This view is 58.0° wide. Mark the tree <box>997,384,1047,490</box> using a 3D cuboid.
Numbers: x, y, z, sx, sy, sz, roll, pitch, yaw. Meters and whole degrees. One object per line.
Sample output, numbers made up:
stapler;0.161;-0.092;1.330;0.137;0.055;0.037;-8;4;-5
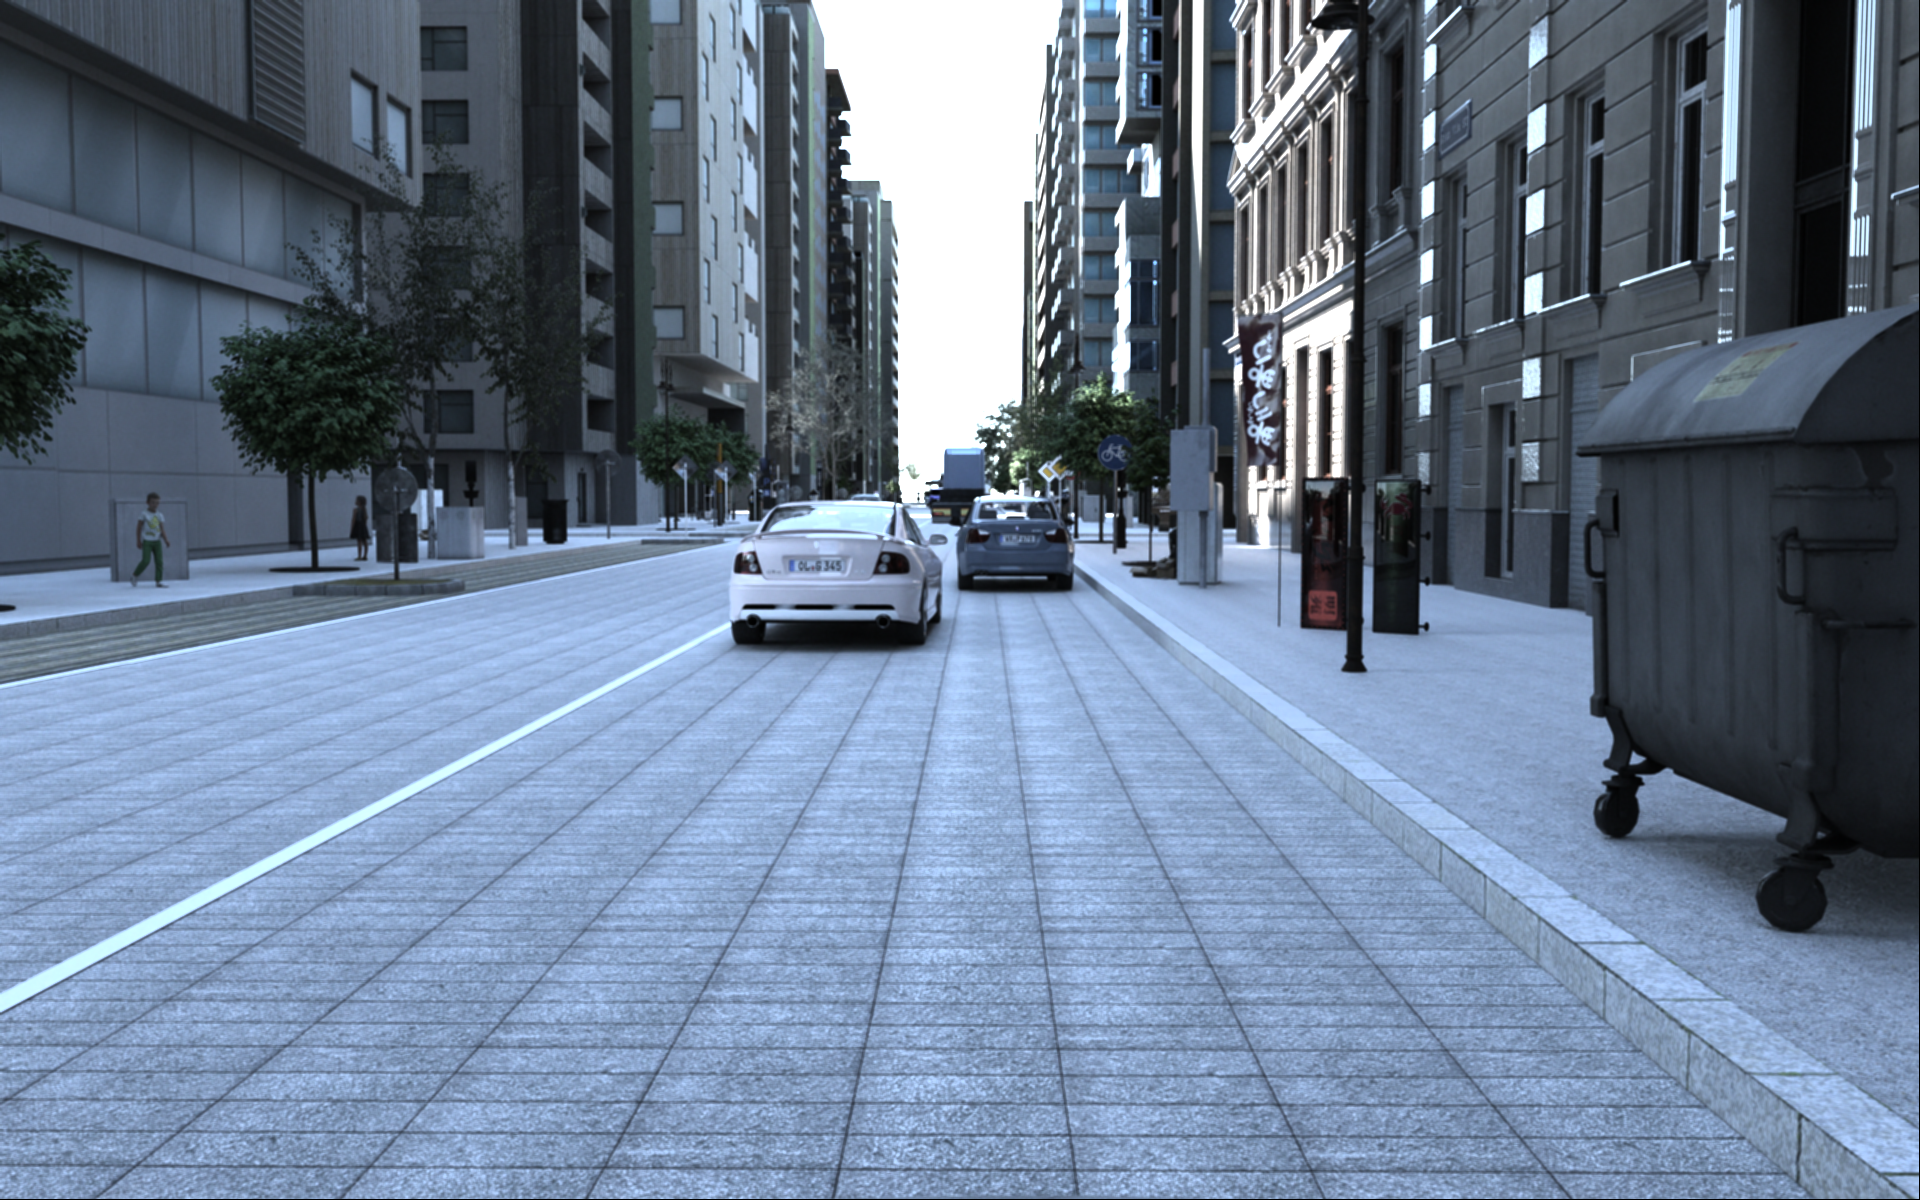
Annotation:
tree;4.263;-10.094;115.392;4.360;8.622;3.978;0;3;0

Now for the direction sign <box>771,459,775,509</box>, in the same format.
direction sign;-11.990;-7.277;110.972;0.379;3.537;0.876;1;4;9

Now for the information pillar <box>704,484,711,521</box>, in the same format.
information pillar;-12.160;-4.832;83.502;0.304;2.012;0.304;0;4;-3

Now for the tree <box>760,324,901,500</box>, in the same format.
tree;-9.259;-13.189;126.006;12.009;13.543;11.850;0;3;0

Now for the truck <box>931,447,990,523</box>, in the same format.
truck;0.055;-6.341;93.432;2.967;4.110;18.799;0;4;2

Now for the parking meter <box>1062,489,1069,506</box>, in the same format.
parking meter;5.597;-5.116;92.065;0.372;1.533;0.369;0;3;0

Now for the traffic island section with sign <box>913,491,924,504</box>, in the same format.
traffic island section with sign;-5.677;-14.171;240.316;1.989;1.847;2.006;0;4;1

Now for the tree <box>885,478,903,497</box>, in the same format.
tree;-8.338;-13.135;209.353;1.663;3.219;1.824;0;3;0

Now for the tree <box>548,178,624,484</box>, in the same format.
tree;-10.189;-5.488;40.091;4.360;8.622;3.978;0;3;0

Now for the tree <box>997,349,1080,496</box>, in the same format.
tree;4.532;-8.483;89.055;4.737;8.622;4.395;0;3;0

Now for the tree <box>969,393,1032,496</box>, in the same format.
tree;5.767;-19.145;219.672;9.857;13.997;8.962;0;3;0

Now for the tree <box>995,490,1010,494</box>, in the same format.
tree;6.772;-17.971;288.428;1.663;3.219;1.824;0;3;0

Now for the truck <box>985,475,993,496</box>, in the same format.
truck;3.105;-15.113;236.011;2.839;4.237;11.283;0;4;1

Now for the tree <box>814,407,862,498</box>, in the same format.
tree;-9.930;-11.524;138.782;4.360;8.622;3.978;0;3;0

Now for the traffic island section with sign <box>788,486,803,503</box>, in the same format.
traffic island section with sign;-7.634;-4.404;80.632;1.989;1.847;2.006;0;4;1

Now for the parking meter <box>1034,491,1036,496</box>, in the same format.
parking meter;5.164;-6.660;117.304;0.372;1.533;0.369;0;3;0

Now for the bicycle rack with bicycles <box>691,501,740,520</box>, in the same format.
bicycle rack with bicycles;-12.038;-4.399;85.307;2.852;0.926;2.925;0;4;1

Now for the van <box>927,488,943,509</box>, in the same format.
van;-2.039;-10.284;172.535;2.240;2.365;5.245;0;4;2

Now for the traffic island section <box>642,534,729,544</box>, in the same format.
traffic island section;-8.003;-1.719;50.383;2.009;0.180;2.903;0;4;1

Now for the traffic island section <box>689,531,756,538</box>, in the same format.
traffic island section;-7.904;-2.207;58.367;2.009;0.180;2.903;0;4;1

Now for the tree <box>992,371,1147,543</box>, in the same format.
tree;3.807;-3.788;45.651;4.285;4.588;4.351;0;3;0

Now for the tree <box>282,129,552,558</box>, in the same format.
tree;-10.774;-5.131;34.258;4.360;8.622;3.978;0;3;0

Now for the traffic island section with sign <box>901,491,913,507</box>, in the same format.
traffic island section with sign;-6.345;-10.810;185.374;1.989;1.847;2.006;0;4;1

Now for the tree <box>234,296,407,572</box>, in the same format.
tree;-10.819;-2.772;29.043;4.285;4.588;4.351;0;3;0

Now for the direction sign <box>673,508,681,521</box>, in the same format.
direction sign;-13.456;-5.518;82.222;0.876;3.537;0.379;0;4;7

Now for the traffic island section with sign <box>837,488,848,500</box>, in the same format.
traffic island section with sign;-7.303;-6.092;108.224;1.989;1.847;2.006;0;4;1

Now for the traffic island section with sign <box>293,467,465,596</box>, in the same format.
traffic island section with sign;-8.318;-1.008;25.110;1.989;1.847;2.006;0;4;1

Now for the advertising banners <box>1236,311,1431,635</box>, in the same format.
advertising banners;3.469;-1.231;16.317;2.074;3.025;0.090;3;5;43

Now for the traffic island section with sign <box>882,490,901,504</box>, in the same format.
traffic island section with sign;-6.683;-9.139;158.053;1.989;1.847;2.006;0;4;1

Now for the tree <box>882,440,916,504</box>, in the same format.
tree;-8.393;-17.119;230.255;4.360;8.622;3.978;0;3;0

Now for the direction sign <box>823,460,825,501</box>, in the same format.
direction sign;-8.911;-7.451;113.818;0.379;3.537;0.876;0;4;2

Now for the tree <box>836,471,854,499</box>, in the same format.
tree;-9.734;-9.288;146.453;1.663;3.219;1.824;0;3;0

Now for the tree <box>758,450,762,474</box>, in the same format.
tree;-10.350;-5.635;75.848;4.285;4.588;4.351;0;3;0

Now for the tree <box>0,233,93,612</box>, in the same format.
tree;-11.161;-2.142;18.729;4.285;4.588;4.351;0;3;0

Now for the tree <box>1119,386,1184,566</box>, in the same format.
tree;3.388;-2.228;31.032;1.663;3.219;1.824;0;3;0

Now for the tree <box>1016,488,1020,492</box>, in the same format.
tree;6.059;-10.706;169.640;1.663;3.219;1.824;0;3;0

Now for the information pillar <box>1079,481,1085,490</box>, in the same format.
information pillar;6.795;-5.626;96.484;0.304;2.012;0.304;2;4;25

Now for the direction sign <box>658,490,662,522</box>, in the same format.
direction sign;-13.935;-5.372;79.835;0.379;3.537;0.876;-2;4;-35

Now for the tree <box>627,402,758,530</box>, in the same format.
tree;-10.277;-4.792;62.065;4.285;4.588;4.351;0;3;0

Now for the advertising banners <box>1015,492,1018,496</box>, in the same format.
advertising banners;4.063;-7.752;122.934;0.090;3.025;2.074;0;4;-4

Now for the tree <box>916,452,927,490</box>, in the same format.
tree;-7.319;-20.275;281.865;4.360;8.622;3.978;0;3;0
